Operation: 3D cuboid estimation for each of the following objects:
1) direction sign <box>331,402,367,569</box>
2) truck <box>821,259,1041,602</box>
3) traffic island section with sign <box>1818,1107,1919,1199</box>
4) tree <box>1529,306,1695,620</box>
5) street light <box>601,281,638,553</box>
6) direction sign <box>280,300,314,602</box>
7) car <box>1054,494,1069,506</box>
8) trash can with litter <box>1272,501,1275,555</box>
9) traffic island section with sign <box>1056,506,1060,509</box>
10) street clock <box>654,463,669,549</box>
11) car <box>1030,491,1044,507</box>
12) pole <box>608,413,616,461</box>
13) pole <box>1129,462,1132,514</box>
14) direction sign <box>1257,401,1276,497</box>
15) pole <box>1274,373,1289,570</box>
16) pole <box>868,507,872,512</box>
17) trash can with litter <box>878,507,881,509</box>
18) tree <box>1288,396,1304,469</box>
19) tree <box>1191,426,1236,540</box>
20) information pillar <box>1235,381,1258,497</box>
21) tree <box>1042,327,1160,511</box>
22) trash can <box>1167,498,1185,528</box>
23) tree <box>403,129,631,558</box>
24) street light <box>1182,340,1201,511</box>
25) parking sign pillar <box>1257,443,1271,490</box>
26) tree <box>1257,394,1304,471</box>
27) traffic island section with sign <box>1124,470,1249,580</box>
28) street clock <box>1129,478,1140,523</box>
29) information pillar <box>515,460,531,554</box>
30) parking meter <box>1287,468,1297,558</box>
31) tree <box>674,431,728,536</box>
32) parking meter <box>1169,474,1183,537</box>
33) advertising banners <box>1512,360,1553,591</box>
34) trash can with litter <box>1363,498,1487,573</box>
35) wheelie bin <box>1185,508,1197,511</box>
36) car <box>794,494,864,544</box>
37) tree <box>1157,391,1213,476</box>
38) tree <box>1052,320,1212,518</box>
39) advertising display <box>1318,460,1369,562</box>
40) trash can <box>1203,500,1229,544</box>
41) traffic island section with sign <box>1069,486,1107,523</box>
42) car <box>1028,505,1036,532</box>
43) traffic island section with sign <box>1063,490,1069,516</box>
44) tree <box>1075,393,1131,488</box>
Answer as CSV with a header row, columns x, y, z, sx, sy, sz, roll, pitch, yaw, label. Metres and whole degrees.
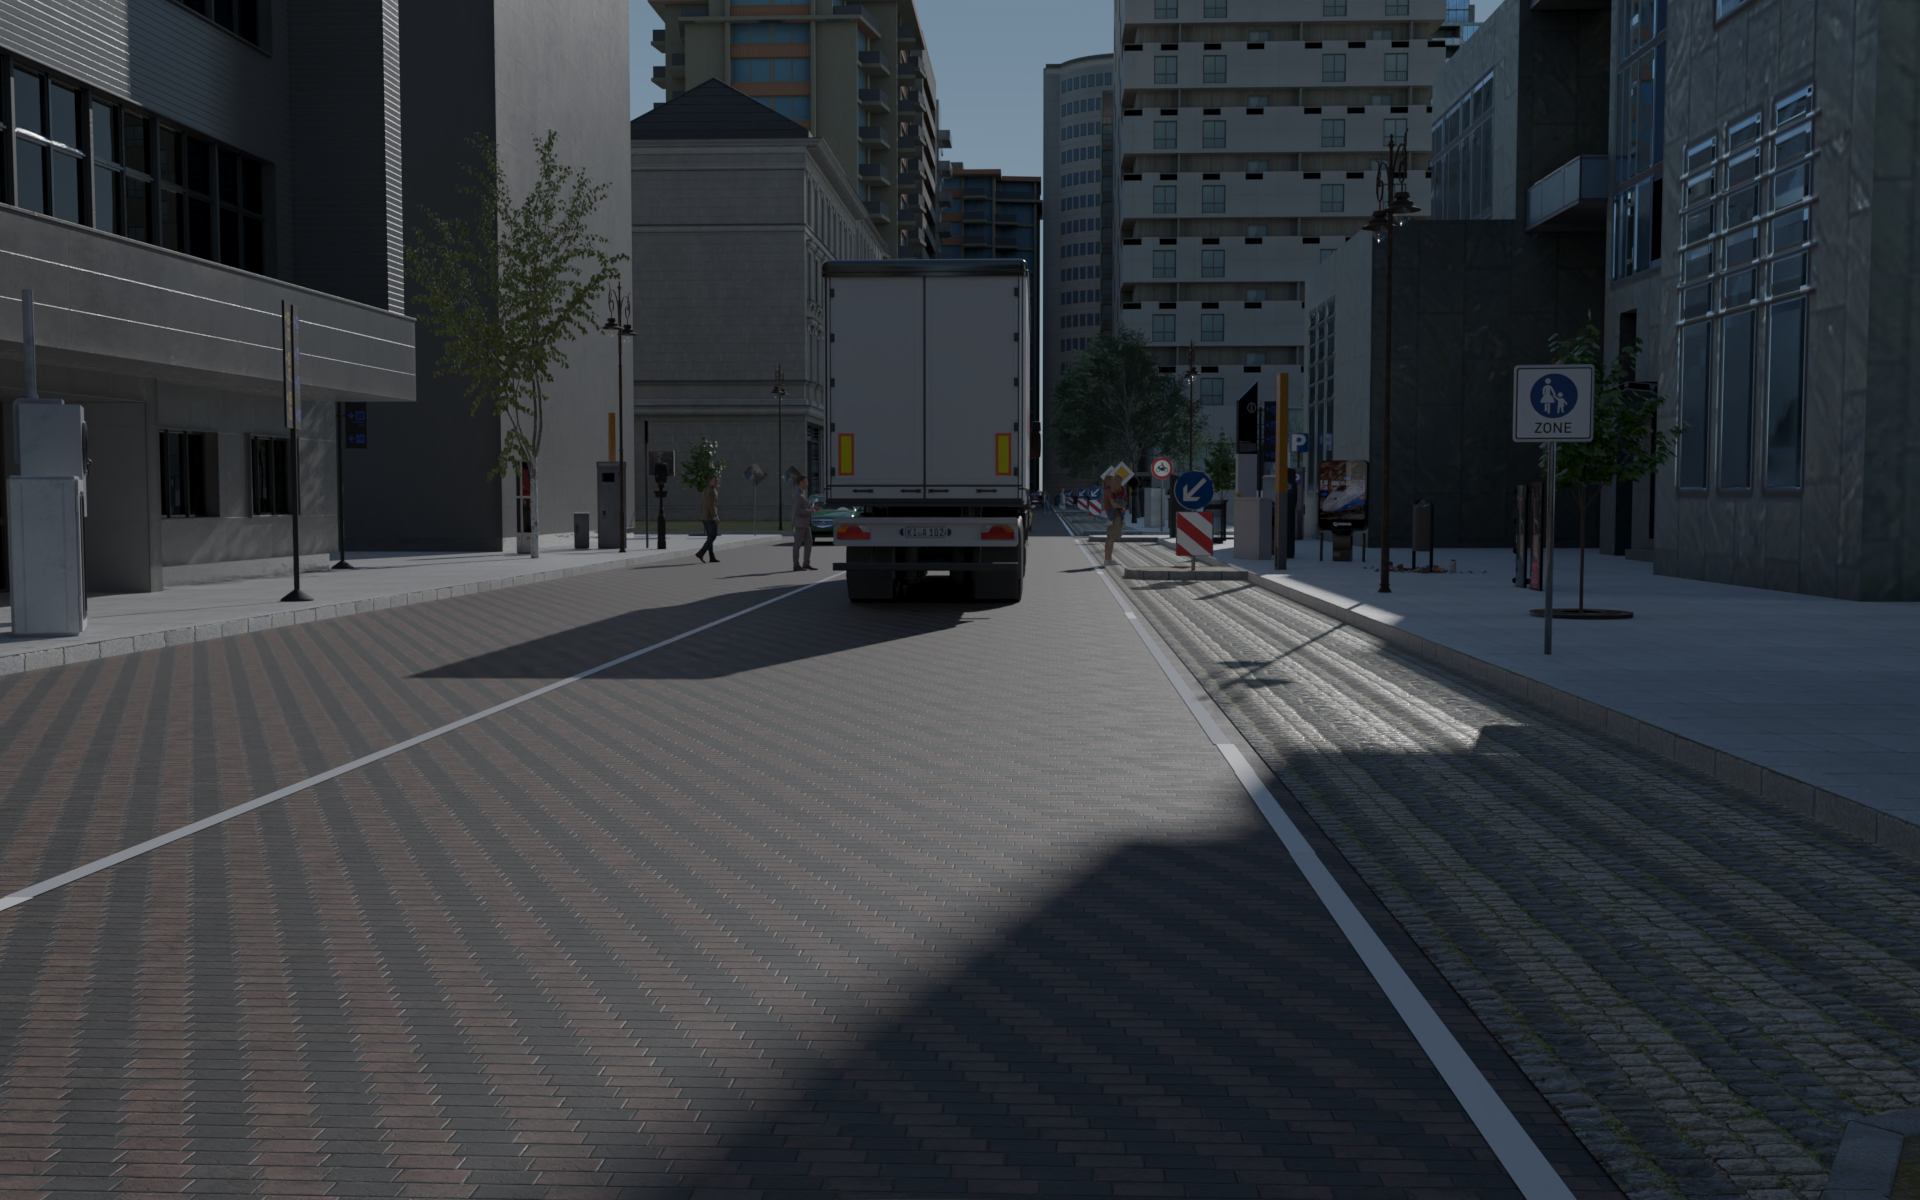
x,y,z,sx,sy,sz,roll,pitch,yaw,label
-10.621,-2.305,29.691,0.876,3.537,0.379,-1,4,-22,direction sign
-0.178,-2.287,26.314,2.839,4.237,11.283,0,4,3,truck
2.537,0.365,2.665,1.989,1.847,2.006,0,4,3,traffic island section with sign
6.424,-1.430,17.980,1.663,3.219,1.824,0,3,0,tree
-7.398,-3.975,37.785,0.468,5.910,1.993,0,4,3,street light
-7.962,-1.755,20.698,0.379,3.537,0.876,-1,4,-10,direction sign
11.921,-11.679,202.950,2.014,1.417,4.499,0,4,3,car
6.671,-1.550,36.723,0.624,1.170,1.055,-1,4,-14,trash can with litter
10.189,-9.407,162.435,1.989,1.847,2.006,0,4,3,traffic island section with sign
-6.948,-2.184,40.283,0.358,2.002,0.471,-1,4,-18,street clock
8.636,-11.564,197.746,2.281,1.827,5.304,0,4,3,car
-8.731,-3.037,43.502,0.158,3.312,0.155,0,3,0,pole
10.953,-7.179,111.218,0.158,3.312,0.155,0,3,0,pole
7.324,-3.078,42.324,0.876,3.537,0.379,1,4,10,direction sign
5.433,-2.167,29.267,0.158,3.312,0.155,0,3,0,pole
-5.122,-6.393,98.369,0.158,3.312,0.155,0,3,0,pole
-4.581,-5.291,97.893,0.624,1.170,1.055,0,4,5,trash can with litter
24.655,-10.552,122.888,4.737,8.622,4.395,0,3,0,tree
7.308,-3.332,49.078,1.663,3.219,1.824,0,3,0,tree
5.944,-2.723,35.872,0.504,3.616,0.183,-2,4,-25,information pillar
10.769,-13.856,133.203,9.857,13.997,8.962,0,3,0,tree
7.798,-3.099,62.320,0.748,1.137,0.748,0,3,0,trash can
-8.729,-5.134,34.307,4.737,8.622,4.395,0,3,0,tree
6.933,-4.845,51.995,0.468,5.910,1.993,0,4,3,street light
15.778,-6.268,90.950,1.447,3.967,1.447,-1,4,-22,parking sign pillar
22.678,-10.874,128.151,4.360,8.622,3.978,0,3,0,tree
3.826,-1.282,29.589,1.989,1.847,2.006,0,4,3,traffic island section with sign
7.627,-4.353,75.745,0.471,2.002,0.358,2,4,34,street clock
-9.313,-1.994,37.092,0.304,2.012,0.304,-2,4,-35,information pillar
6.524,-1.769,34.642,0.399,1.863,0.255,0,4,-2,parking meter
-7.976,-3.576,53.062,1.663,3.219,1.824,0,3,0,tree
6.419,-2.785,51.254,0.399,1.863,0.255,-1,4,-12,parking meter
7.676,-1.640,23.001,0.090,3.025,2.074,0,4,3,advertising banners
7.578,-1.088,28.843,1.678,1.210,2.233,-1,4,-19,trash can with litter
17.874,-7.752,134.659,0.693,1.594,0.980,-2,4,-29,wheelie bin
-3.763,-2.383,50.756,2.131,1.459,4.920,0,4,2,car
15.000,-10.183,116.855,4.737,8.622,4.395,0,3,0,tree
9.404,-9.663,92.403,8.767,10.594,7.601,-1,4,-21,tree
7.277,-1.693,32.896,0.974,1.923,0.123,2,4,34,advertising display
6.613,-2.038,44.973,0.748,1.137,0.748,0,3,0,trash can
6.502,-4.678,85.115,1.989,1.847,2.006,0,4,3,traffic island section with sign
1.889,-3.460,66.791,2.015,1.641,3.980,0,4,4,car
7.777,-6.325,112.041,1.989,1.847,2.006,0,4,3,traffic island section with sign
10.420,-10.472,121.575,4.360,8.622,3.978,0,3,0,tree
